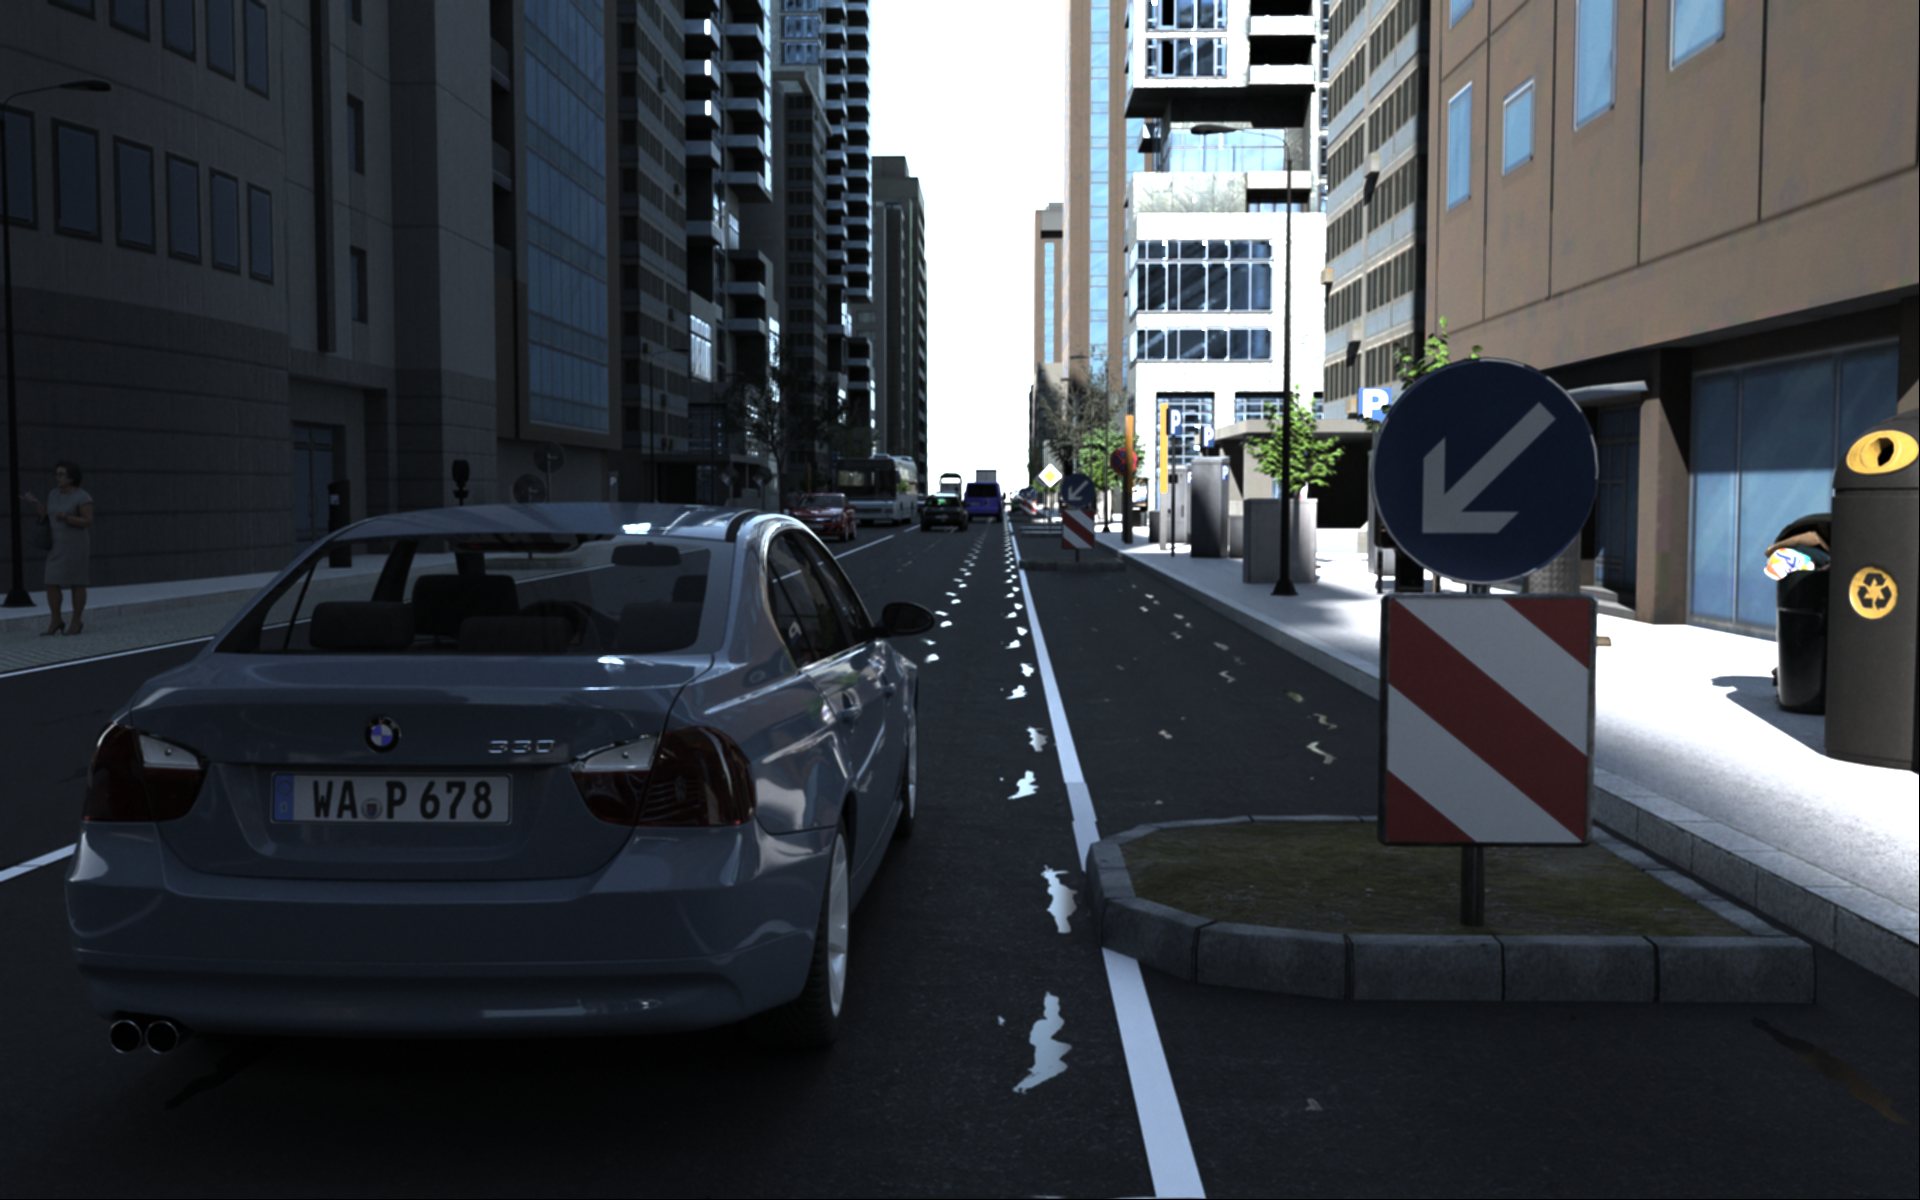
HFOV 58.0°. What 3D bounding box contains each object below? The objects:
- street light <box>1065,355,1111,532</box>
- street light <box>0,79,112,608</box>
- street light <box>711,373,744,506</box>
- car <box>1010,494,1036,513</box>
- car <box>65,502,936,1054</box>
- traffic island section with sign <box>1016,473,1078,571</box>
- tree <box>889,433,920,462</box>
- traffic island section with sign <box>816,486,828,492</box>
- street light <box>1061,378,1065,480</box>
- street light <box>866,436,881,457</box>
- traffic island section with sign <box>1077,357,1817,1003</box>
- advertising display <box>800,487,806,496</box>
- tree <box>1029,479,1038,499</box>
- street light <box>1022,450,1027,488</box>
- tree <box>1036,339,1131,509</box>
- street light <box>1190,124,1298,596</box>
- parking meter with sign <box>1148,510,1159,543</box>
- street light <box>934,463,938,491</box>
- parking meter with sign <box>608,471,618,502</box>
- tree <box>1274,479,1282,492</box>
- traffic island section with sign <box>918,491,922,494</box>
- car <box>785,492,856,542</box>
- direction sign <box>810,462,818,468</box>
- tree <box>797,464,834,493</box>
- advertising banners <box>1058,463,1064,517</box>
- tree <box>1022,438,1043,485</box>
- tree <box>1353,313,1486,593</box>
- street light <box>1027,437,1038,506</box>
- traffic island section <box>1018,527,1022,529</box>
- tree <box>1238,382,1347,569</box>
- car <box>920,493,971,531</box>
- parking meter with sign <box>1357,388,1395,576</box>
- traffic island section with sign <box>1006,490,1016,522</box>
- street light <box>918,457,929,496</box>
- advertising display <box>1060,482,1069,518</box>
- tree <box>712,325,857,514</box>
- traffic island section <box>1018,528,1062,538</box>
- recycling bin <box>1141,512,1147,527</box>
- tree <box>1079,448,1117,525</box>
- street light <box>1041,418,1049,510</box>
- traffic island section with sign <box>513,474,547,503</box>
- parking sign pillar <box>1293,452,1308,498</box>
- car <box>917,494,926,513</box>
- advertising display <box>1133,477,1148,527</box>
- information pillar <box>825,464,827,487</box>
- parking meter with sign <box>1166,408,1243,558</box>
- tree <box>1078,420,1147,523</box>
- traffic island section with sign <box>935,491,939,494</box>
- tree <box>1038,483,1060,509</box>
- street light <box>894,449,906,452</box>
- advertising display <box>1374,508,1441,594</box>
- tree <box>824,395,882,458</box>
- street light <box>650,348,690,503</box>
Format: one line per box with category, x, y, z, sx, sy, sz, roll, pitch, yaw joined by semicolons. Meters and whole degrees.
street light;4.365;-5.223;57.932;1.470;5.913;1.316;0;4;1
street light;-10.194;-2.875;19.549;1.470;5.913;1.316;0;4;1
street light;-8.951;-5.735;66.311;1.470;5.913;1.316;0;4;1
car;4.657;-7.288;127.953;1.959;1.807;4.718;0;4;0
car;-1.116;0.379;5.800;2.014;1.417;4.499;0;4;2
traffic island section with sign;2.128;-1.509;33.296;1.989;1.847;2.006;0;4;1
tree;-6.659;-15.389;201.971;4.360;8.622;3.978;0;3;0
traffic island section with sign;-7.058;-4.912;88.945;1.989;1.847;2.006;0;4;1
street light;4.717;-5.921;69.357;1.470;5.913;1.316;0;4;1
street light;-7.172;-10.416;142.848;1.470;5.913;1.316;0;4;1
traffic island section with sign;1.444;0.171;5.840;1.989;1.847;2.006;0;4;1
advertising display;-11.133;-7.339;125.214;0.974;1.923;0.123;2;4;24
tree;8.503;-12.067;191.894;1.663;3.219;1.824;0;3;0
street light;7.525;-12.769;181.315;1.470;5.913;1.316;0;4;1
tree;6.015;-8.063;82.192;4.360;8.622;3.978;0;3;0
street light;3.589;-3.018;21.889;1.470;5.913;1.316;0;4;1
parking meter with sign;5.705;-2.979;44.967;1.738;3.016;0.543;3;5;40
street light;-4.202;-17.696;261.864;1.470;5.913;1.316;0;4;1
parking meter with sign;-11.923;-3.807;58.503;1.738;3.016;0.543;3;5;43
tree;16.378;-6.148;84.232;4.285;4.588;4.351;0;3;0
traffic island section with sign;-4.506;-11.279;193.032;1.989;1.847;2.006;0;4;1
car;-4.209;-2.683;52.908;2.155;1.783;4.494;0;4;1
direction sign;-10.418;-8.013;123.004;0.876;3.537;0.379;3;4;39
tree;-9.125;-7.083;110.407;1.663;3.219;1.824;0;3;0
advertising banners;5.676;-6.170;97.072;0.090;3.025;2.074;1;4;11
tree;9.858;-16.758;224.355;4.737;8.622;4.395;0;3;0
tree;5.148;-1.469;18.618;1.663;3.219;1.824;0;3;0
street light;6.566;-10.587;145.642;1.470;5.913;1.316;0;4;1
traffic island section;3.245;-2.689;66.254;2.009;0.180;2.903;0;4;1
tree;5.877;-2.161;29.936;1.663;3.219;1.824;0;3;0
car;-0.604;-3.571;68.168;2.009;1.686;4.222;0;4;3
parking meter with sign;6.776;-1.922;27.684;0.543;3.016;1.738;0;4;2
traffic island section with sign;3.470;-4.888;88.554;1.989;1.847;2.006;0;4;1
street light;-5.193;-15.503;226.015;1.470;5.913;1.316;0;4;1
advertising display;5.654;-5.410;93.672;0.123;1.923;0.974;-1;4;-23
tree;-9.695;-9.807;94.765;8.767;10.594;7.601;0;4;4
traffic island section;3.051;-2.201;58.271;2.009;0.180;2.903;0;4;1
recycling bin;6.950;-3.423;68.520;0.722;1.027;0.722;2;4;29
tree;5.842;-4.788;72.887;1.663;3.219;1.824;0;3;0
street light;5.725;-8.117;105.247;1.470;5.913;1.316;0;4;1
traffic island section with sign;-8.404;-1.519;33.460;1.989;1.847;2.006;0;4;1
parking sign pillar;13.161;-4.727;65.764;1.447;3.967;1.447;-1;4;-19
car;-3.109;-6.689;119.157;2.009;1.686;4.222;0;4;-1
advertising display;6.837;-3.787;67.139;0.974;1.923;0.123;2;4;33
information pillar;-10.361;-8.731;134.098;0.183;3.616;0.504;-1;4;-8
parking meter with sign;5.049;-2.367;34.969;1.738;3.016;0.543;2;4;34
tree;6.702;-5.693;76.797;4.285;4.588;4.351;0;3;0
traffic island section with sign;-2.496;-16.350;275.944;1.989;1.847;2.006;0;4;1
tree;8.215;-9.835;155.397;1.663;3.219;1.824;0;3;0
street light;-6.292;-12.634;179.100;1.470;5.913;1.316;0;4;1
advertising display;5.805;-1.046;22.324;0.974;1.923;0.123;-1;4;-16
tree;-8.190;-10.973;129.776;4.737;8.622;4.395;0;3;0
street light;-9.286;-5.057;55.223;1.470;5.913;1.316;0;4;1
